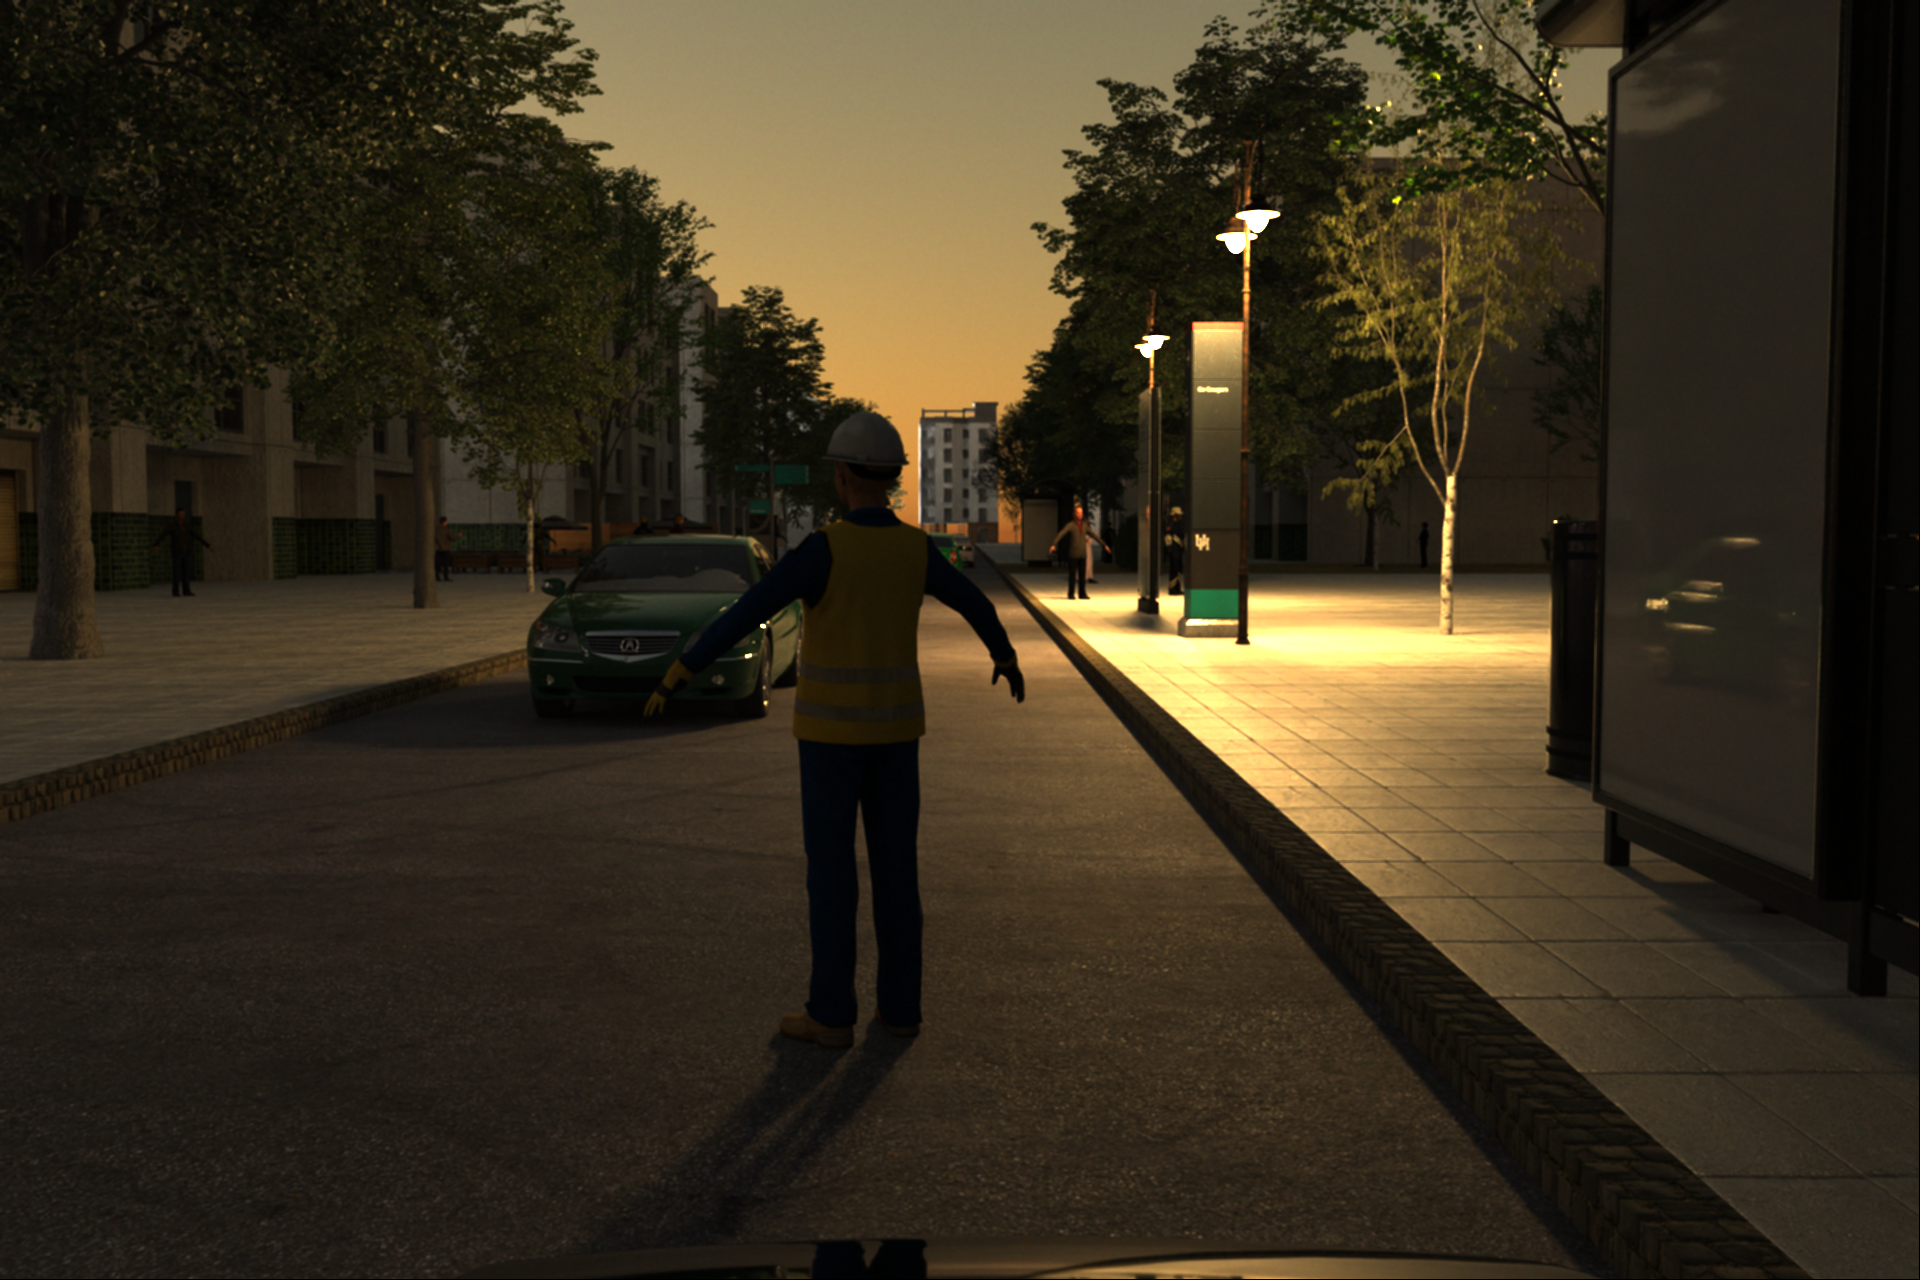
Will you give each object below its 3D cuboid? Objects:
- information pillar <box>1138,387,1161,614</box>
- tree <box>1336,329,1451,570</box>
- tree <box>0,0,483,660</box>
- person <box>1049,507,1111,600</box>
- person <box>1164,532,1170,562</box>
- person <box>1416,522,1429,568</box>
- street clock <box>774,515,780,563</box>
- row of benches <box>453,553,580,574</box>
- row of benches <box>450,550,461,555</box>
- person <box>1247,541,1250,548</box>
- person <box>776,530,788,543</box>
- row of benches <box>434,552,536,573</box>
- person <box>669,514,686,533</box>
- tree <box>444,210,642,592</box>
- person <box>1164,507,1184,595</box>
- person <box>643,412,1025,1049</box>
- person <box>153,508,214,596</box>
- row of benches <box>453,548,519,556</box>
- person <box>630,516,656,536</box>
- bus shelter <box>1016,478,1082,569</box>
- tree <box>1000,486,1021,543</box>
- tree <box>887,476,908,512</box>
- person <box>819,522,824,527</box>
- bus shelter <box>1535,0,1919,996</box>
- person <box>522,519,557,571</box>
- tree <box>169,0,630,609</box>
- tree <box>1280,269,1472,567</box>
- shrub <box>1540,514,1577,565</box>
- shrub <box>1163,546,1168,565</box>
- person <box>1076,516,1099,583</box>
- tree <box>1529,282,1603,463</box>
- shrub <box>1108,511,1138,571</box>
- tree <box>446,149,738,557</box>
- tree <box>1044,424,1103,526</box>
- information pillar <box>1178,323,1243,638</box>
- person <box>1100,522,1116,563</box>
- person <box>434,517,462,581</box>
[{"bbox_3d":[3.102,-2.271,28.451,0.184,3.620,1.656,0,4,0],"label":"information pillar"},{"bbox_3d":[14.914,-6.758,60.849,4.737,8.622,4.395,0,3,0],"label":"tree"},{"bbox_3d":[-9.347,-6.785,17.583,9.857,13.997,8.962,0,3,0],"label":"tree"},{"bbox_3d":[2.316,-1.696,33.914,1.348,1.807,0.705,-2,4,-25],"label":"person"},{"bbox_3d":[9.563,-4.410,78.239,1.346,1.812,0.704,2,4,28],"label":"person"},{"bbox_3d":[17.579,-3.621,65.920,0.721,1.740,1.216,2,4,32],"label":"person"},{"bbox_3d":[-7.012,-3.738,65.692,0.358,2.002,0.471,0,4,1],"label":"street clock"},{"bbox_3d":[-14.437,-2.482,56.052,4.104,0.672,1.422,0,4,-4],"label":"row of benches"},{"bbox_3d":[-21.005,-3.276,69.020,1.422,0.672,4.104,0,4,7],"label":"row of benches"},{"bbox_3d":[7.982,-2.625,49.138,0.705,1.803,1.348,0,4,-2],"label":"person"},{"bbox_3d":[-7.611,-3.913,70.100,1.348,1.813,0.705,1,4,18],"label":"person"},{"bbox_3d":[-16.046,-2.623,58.355,4.104,0.672,1.422,1,4,21],"label":"row of benches"},{"bbox_3d":[-6.094,-1.911,38.053,0.721,1.729,1.215,-3,5,-43],"label":"person"},{"bbox_3d":[-9.327,-5.376,38.253,4.737,8.622,4.395,0,3,0],"label":"tree"},{"bbox_3d":[4.554,-1.862,36.309,0.704,1.845,1.351,2,4,27],"label":"person"},{"bbox_3d":[-0.316,0.242,4.973,1.216,1.772,0.721,-2,4,-31],"label":"person"},{"bbox_3d":[-16.072,-1.816,35.758,0.705,1.821,1.348,2,4,32],"label":"person"},{"bbox_3d":[-20.762,-3.661,75.319,1.422,0.672,4.104,2,4,25],"label":"row of benches"},{"bbox_3d":[-10.111,-3.044,55.539,1.351,1.858,0.704,0,4,7],"label":"person"},{"bbox_3d":[3.266,-4.338,64.858,2.014,3.302,5.546,0,4,-2],"label":"bus shelter"},{"bbox_3d":[8.372,-18.373,250.760,4.360,8.622,3.978,0,3,0],"label":"tree"},{"bbox_3d":[-11.431,-19.772,249.025,9.928,11.665,9.643,0,3,0],"label":"tree"},{"bbox_3d":[-6.074,-4.258,75.746,1.347,1.817,0.704,-3,5,-41],"label":"person"},{"bbox_3d":[3.293,-1.682,5.138,2.179,5.291,8.768,0,4,0],"label":"bus shelter"},{"bbox_3d":[-14.734,-3.347,60.498,1.354,1.858,0.705,1,4,19],"label":"person"},{"bbox_3d":[-9.703,-6.821,29.645,7.486,12.596,7.792,0,3,0],"label":"tree"},{"bbox_3d":[16.244,-8.730,68.487,9.928,11.665,9.643,0,3,0],"label":"tree"},{"bbox_3d":[22.348,-3.660,63.889,1.661,2.075,1.752,0,3,0],"label":"shrub"},{"bbox_3d":[7.698,-3.470,67.855,1.383,1.207,1.383,0,3,0],"label":"shrub"},{"bbox_3d":[3.253,-2.342,45.009,0.621,1.740,0.551,2,4,31],"label":"person"},{"bbox_3d":[26.928,-8.825,70.046,9.928,11.665,9.643,0,3,0],"label":"tree"},{"bbox_3d":[6.079,-3.461,60.621,1.661,2.075,1.752,0,3,0],"label":"shrub"},{"bbox_3d":[-9.760,-7.380,46.422,9.928,11.665,9.643,0,3,0],"label":"tree"},{"bbox_3d":[6.643,-9.442,104.741,4.737,8.622,4.395,0,3,0],"label":"tree"},{"bbox_3d":[3.151,-1.970,21.582,0.750,3.857,0.750,0,4,0],"label":"information pillar"},{"bbox_3d":[6.539,-4.302,76.275,0.705,1.837,1.347,3,5,40],"label":"person"},{"bbox_3d":[-14.034,-2.495,47.367,0.617,1.759,0.750,2,4,24],"label":"person"}]
